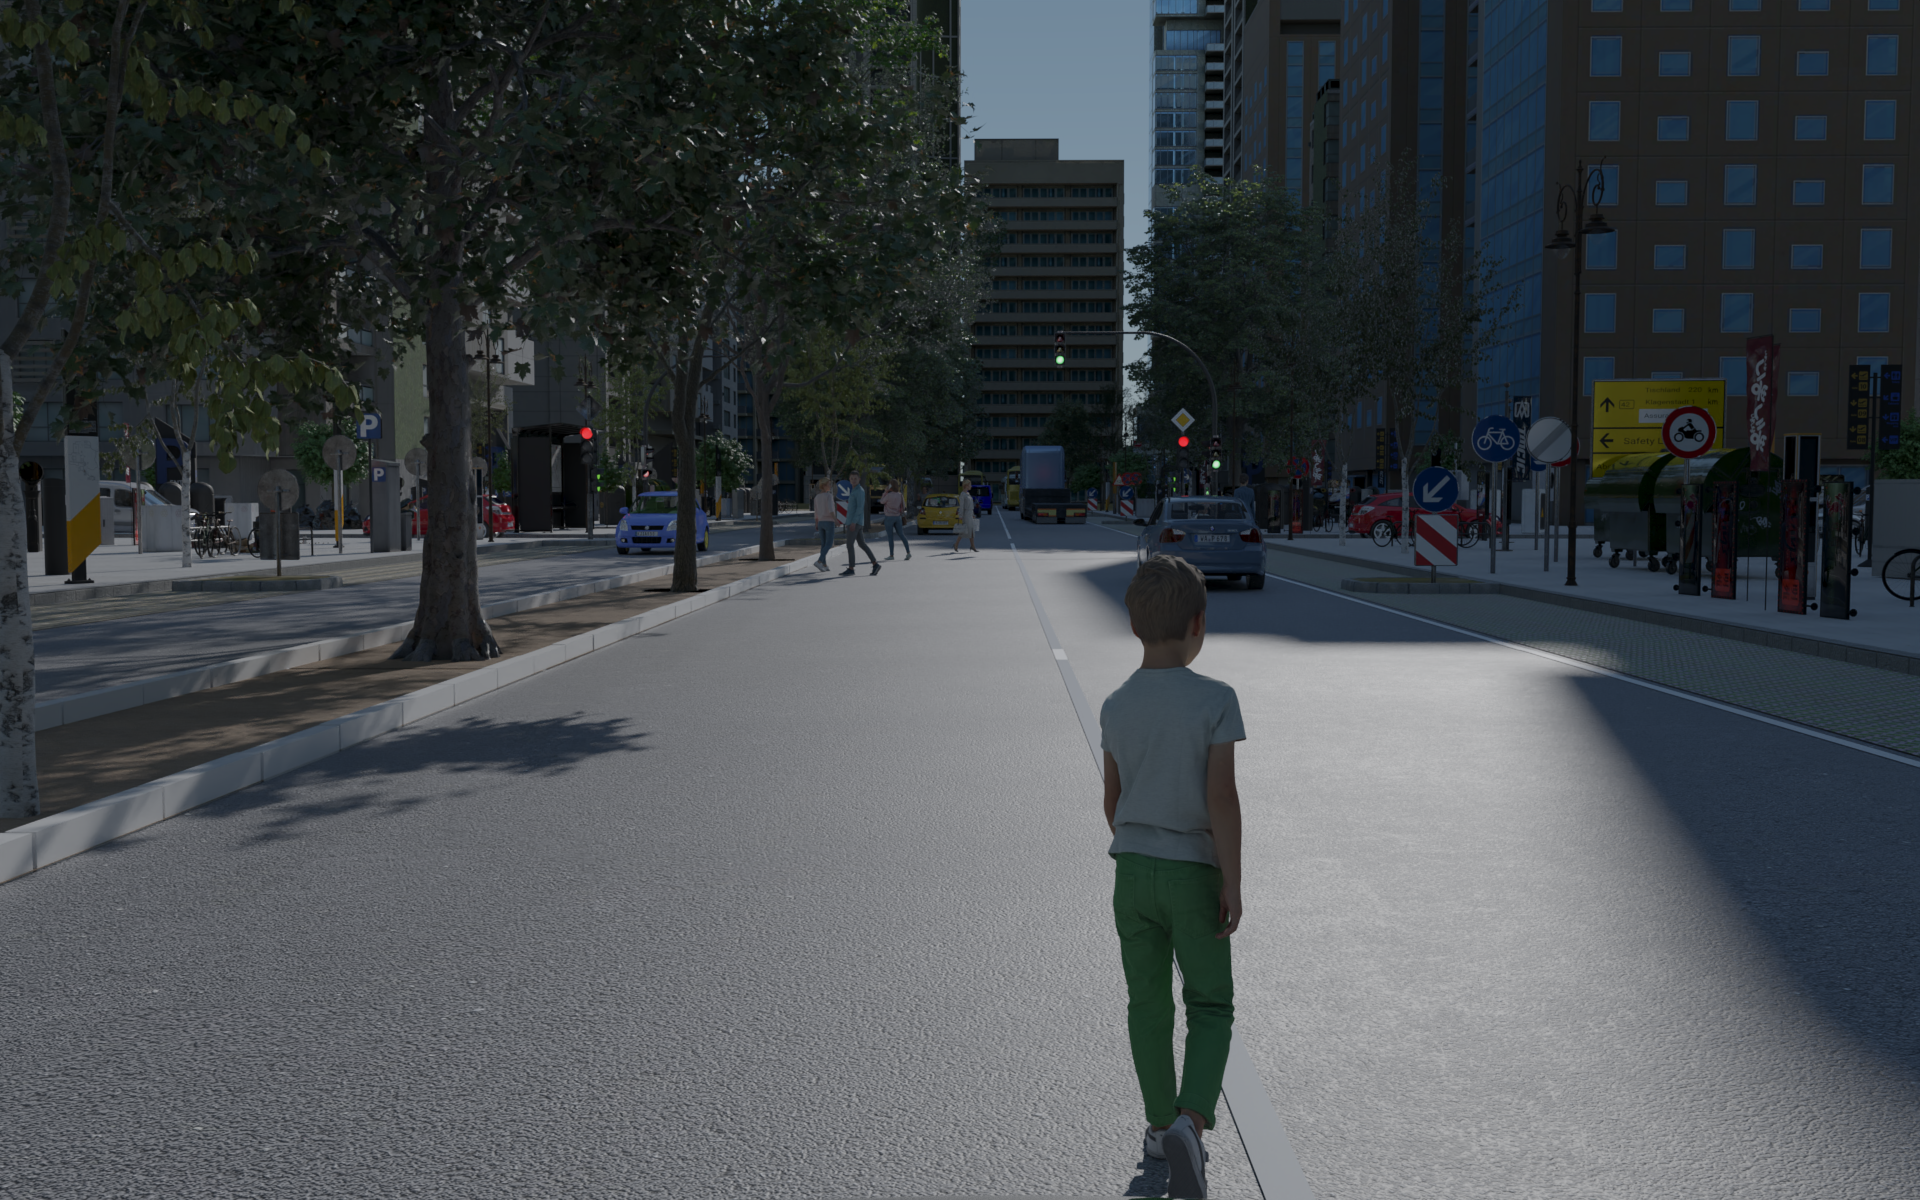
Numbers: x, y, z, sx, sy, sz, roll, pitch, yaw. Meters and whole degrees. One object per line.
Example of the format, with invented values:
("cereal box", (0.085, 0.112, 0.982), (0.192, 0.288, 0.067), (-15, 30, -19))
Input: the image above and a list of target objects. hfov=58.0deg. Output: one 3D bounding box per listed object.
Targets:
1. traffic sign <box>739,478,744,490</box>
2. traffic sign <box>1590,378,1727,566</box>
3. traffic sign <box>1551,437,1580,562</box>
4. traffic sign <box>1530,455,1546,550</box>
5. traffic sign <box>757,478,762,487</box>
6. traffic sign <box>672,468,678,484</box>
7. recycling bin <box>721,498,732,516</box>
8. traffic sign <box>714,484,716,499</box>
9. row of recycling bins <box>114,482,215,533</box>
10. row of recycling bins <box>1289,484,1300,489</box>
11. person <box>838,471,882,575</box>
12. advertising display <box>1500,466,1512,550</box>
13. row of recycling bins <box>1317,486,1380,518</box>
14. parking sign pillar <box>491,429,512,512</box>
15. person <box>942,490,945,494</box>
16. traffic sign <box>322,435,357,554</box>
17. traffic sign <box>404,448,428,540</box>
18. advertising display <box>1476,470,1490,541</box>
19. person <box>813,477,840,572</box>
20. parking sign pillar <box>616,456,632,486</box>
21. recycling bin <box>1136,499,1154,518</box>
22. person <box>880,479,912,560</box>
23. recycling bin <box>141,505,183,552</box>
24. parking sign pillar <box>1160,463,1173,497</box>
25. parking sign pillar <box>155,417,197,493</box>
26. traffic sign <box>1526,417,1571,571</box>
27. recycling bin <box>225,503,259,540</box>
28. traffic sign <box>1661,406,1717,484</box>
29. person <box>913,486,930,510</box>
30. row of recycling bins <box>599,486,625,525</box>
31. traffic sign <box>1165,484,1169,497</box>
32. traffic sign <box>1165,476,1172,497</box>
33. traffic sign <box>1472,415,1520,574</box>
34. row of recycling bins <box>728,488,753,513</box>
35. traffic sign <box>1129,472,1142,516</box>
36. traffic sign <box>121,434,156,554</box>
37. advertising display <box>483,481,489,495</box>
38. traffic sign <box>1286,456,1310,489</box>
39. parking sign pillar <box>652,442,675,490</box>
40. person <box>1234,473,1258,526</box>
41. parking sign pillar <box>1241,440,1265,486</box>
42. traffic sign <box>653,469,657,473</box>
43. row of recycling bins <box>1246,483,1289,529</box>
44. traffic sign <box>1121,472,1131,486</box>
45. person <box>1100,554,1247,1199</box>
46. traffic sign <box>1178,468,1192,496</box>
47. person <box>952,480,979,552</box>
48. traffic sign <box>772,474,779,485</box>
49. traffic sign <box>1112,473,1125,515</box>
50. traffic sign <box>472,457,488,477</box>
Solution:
("traffic sign", (-14.224, -6.709, 111.829), (0.606, 2.300, 0.079), (0, 4, 5))
("traffic sign", (12.279, -2.242, 30.537), (2.265, 3.308, 0.079), (1, 4, 9))
("traffic sign", (11.262, -1.991, 32.655), (0.768, 2.556, 0.104), (0, 4, 7))
("traffic sign", (13.176, -2.411, 39.525), (0.768, 2.556, 0.104), (0, 4, 2))
("traffic sign", (-14.242, -7.642, 124.943), (0.884, 2.594, 0.081), (0, 4, 2))
("traffic sign", (-13.719, -5.159, 84.450), (0.768, 2.556, 0.104), (1, 4, 10))
("recycling bin", (-13.666, -5.356, 100.126), (0.722, 1.027, 0.722), (1, 4, 14))
("traffic sign", (-15.423, -6.672, 109.192), (0.768, 2.556, 0.104), (0, 4, 4))
("row of recycling bins", (-26.928, -3.120, 58.128), (3.534, 1.692, 1.069), (-2, 4, -31))
("row of recycling bins", (12.902, -3.979, 72.174), (3.534, 1.692, 1.069), (-3, 4, -38))
("person", (-1.767, -1.354, 30.495), (0.748, 1.841, 0.638), (0, 4, 2))
("advertising display", (12.568, -2.119, 39.861), (0.123, 1.923, 0.974), (1, 4, 10))
("row of recycling bins", (20.352, -5.148, 91.281), (3.534, 1.692, 1.069), (2, 4, 27))
("parking sign pillar", (-18.752, -5.033, 70.760), (1.447, 3.967, 1.447), (-2, 4, -35))
("person", (-1.396, -8.813, 152.674), (0.705, 1.814, 1.350), (1, 4, 18))
("traffic sign", (-13.364, -2.275, 37.296), (0.768, 2.556, 0.104), (0, 4, 6))
("traffic sign", (-14.991, -2.923, 47.892), (0.768, 2.556, 0.104), (0, 4, 4))
("advertising display", (14.398, -2.598, 47.688), (0.123, 1.923, 0.974), (0, 4, 3))
("person", (-2.495, -1.393, 31.942), (0.731, 1.740, 0.598), (2, 4, 33))
("parking sign pillar", (-22.558, -7.834, 116.563), (1.447, 3.967, 1.447), (2, 4, 27))
("recycling bin", (10.099, -5.002, 94.338), (0.722, 1.027, 0.722), (-3, 4, -37))
("person", (-1.363, -1.748, 37.676), (0.593, 1.750, 0.643), (-3, 5, -40))
("recycling bin", (-17.762, -1.590, 38.543), (0.722, 1.027, 0.722), (2, 4, 32))
("parking sign pillar", (14.676, -8.122, 121.264), (1.447, 3.967, 1.447), (3, 5, 43))
("parking sign pillar", (-27.346, -4.401, 60.425), (1.447, 3.967, 1.447), (-1, 4, -16))
("traffic sign", (9.725, -1.746, 28.651), (0.768, 2.556, 0.104), (0, 4, 6))
("recycling bin", (-20.190, -2.211, 48.701), (0.722, 1.027, 0.722), (0, 4, -5))
("traffic sign", (10.504, -1.525, 25.043), (0.768, 2.556, 0.104), (0, 4, 5))
("person", (-1.562, -3.800, 70.987), (0.716, 1.782, 0.532), (0, 4, 1))
("row of recycling bins", (-14.679, -4.048, 73.294), (1.069, 1.692, 3.534), (-1, 4, -15))
("traffic sign", (13.687, -6.950, 113.643), (0.884, 2.594, 0.081), (0, 4, 4))
("traffic sign", (12.973, -6.529, 106.854), (0.768, 2.556, 0.104), (0, 4, 1))
("traffic sign", (8.613, -1.701, 27.920), (0.768, 2.556, 0.104), (0, 4, 5))
("row of recycling bins", (-14.620, -6.656, 115.931), (1.069, 1.692, 3.534), (1, 4, 11))
("traffic sign", (10.165, -6.112, 100.036), (0.768, 2.556, 0.104), (1, 4, 11))
("traffic sign", (-17.541, -2.256, 36.987), (0.768, 2.556, 0.104), (0, 4, 4))
("advertising display", (-22.593, -4.714, 82.295), (0.123, 1.923, 0.974), (1, 4, 16))
("traffic sign", (11.132, -3.488, 57.134), (0.768, 2.556, 0.104), (0, 4, 4))
("parking sign pillar", (-15.338, -6.161, 89.204), (1.447, 3.967, 1.447), (1, 4, 15))
("person", (5.368, -1.478, 32.694), (0.581, 1.822, 0.654), (-1, 4, -9))
("parking sign pillar", (13.884, -5.740, 82.319), (1.447, 3.967, 1.447), (-3, 4, -36))
("traffic sign", (-14.818, -5.046, 82.613), (0.768, 2.556, 0.104), (0, 4, 6))
("row of recycling bins", (11.481, -3.531, 64.852), (1.069, 1.692, 3.534), (0, 4, 4))
("traffic sign", (9.868, -6.230, 101.969), (0.768, 2.556, 0.104), (1, 4, 10))
("person", (0.437, 0.560, 3.595), (0.306, 1.304, 0.590), (1, 4, 8))
("traffic sign", (10.880, -5.140, 84.143), (0.768, 2.556, 0.104), (1, 4, 8))
("person", (0.142, -2.076, 42.788), (0.624, 1.780, 0.694), (2, 4, 33))
("traffic sign", (-11.895, -6.723, 110.020), (0.768, 2.556, 0.104), (0, 4, 3))
("traffic sign", (9.966, -6.632, 108.432), (0.884, 2.594, 0.081), (1, 4, 9))
("traffic sign", (-16.539, -3.620, 59.291), (0.768, 2.556, 0.104), (0, 4, 5))
